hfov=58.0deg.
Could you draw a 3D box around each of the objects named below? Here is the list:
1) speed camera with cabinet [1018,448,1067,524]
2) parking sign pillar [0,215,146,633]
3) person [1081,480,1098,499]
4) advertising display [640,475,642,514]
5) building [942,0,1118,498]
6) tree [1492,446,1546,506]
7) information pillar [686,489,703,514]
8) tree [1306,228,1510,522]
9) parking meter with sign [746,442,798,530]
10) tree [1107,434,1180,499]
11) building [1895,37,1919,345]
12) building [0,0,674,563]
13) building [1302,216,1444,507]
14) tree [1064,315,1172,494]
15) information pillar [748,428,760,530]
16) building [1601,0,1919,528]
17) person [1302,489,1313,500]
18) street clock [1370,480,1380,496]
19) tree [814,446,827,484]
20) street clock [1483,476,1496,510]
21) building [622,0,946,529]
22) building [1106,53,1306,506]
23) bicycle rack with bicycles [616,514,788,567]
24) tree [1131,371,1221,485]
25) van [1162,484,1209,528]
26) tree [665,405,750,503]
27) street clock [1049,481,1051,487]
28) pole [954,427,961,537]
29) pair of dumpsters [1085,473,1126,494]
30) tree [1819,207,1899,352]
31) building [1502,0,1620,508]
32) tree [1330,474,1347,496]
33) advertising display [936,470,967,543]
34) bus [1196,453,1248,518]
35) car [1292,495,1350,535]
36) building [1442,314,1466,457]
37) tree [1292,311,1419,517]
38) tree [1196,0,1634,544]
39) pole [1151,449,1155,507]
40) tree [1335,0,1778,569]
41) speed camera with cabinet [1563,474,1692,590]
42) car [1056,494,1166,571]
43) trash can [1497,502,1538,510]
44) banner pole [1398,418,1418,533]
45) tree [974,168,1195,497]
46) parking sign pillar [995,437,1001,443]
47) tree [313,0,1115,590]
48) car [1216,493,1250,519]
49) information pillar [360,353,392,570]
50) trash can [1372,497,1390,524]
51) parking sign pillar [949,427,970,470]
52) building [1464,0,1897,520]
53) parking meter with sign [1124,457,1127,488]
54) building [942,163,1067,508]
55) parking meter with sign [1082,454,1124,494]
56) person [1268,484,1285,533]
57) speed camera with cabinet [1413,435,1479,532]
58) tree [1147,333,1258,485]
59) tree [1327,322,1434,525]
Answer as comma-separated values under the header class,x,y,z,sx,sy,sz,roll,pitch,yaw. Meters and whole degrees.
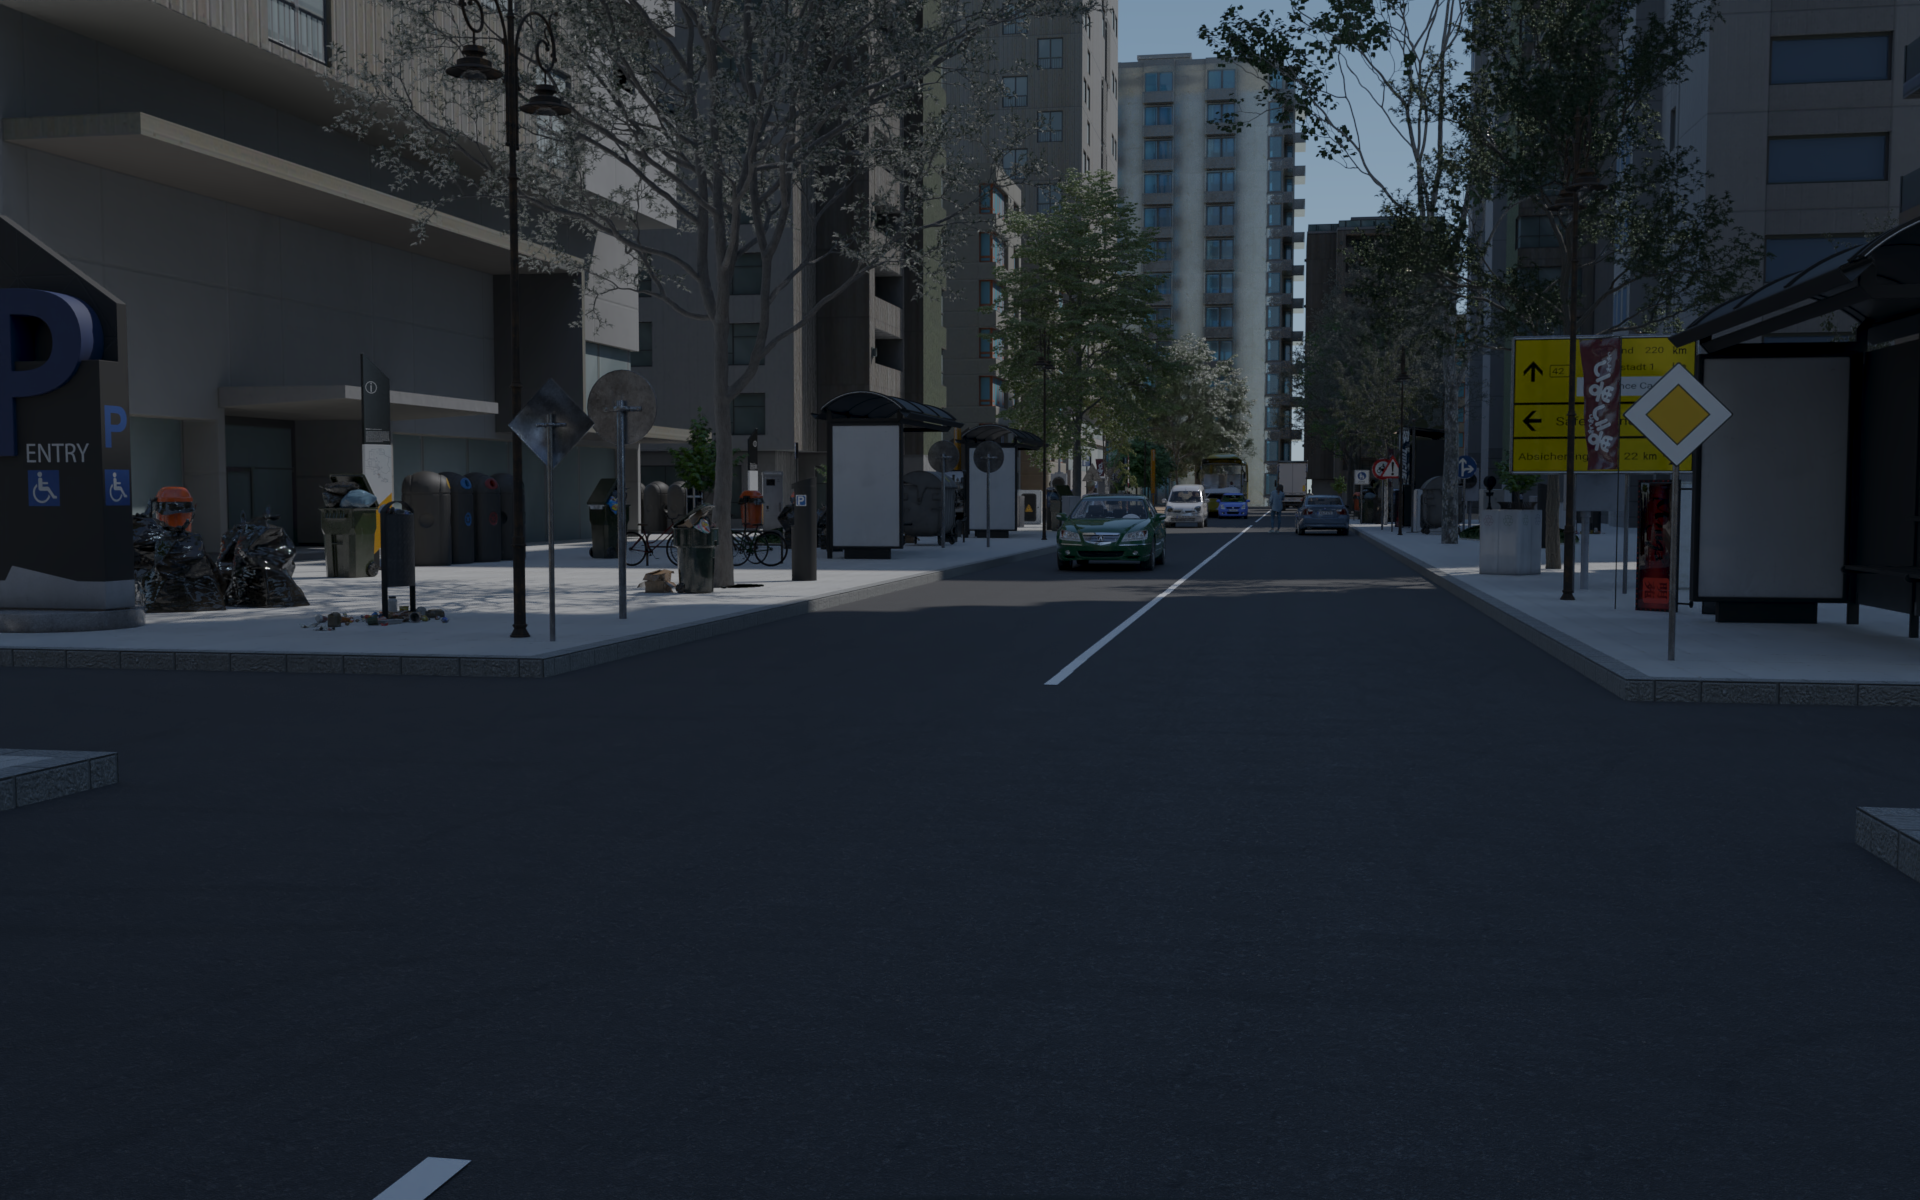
class,x,y,z,sx,sy,sz,roll,pitch,yaw
speed camera with cabinet,3.495,-4.825,73.220,2.038,3.252,0.660,0,4,7
parking sign pillar,-8.643,-1.718,16.565,1.447,3.967,1.447,1,4,12
person,3.046,-1.778,38.240,0.731,1.740,0.598,-1,4,-16
advertising display,-10.565,-3.030,54.755,0.974,1.923,0.123,-1,4,-9
building,-1.054,-34.021,145.486,27.495,52.752,28.713,1,4,11
tree,20.775,-4.267,64.365,1.663,3.219,1.824,0,3,0
information pillar,-6.808,-2.442,44.422,0.304,2.012,0.304,3,5,39
tree,19.501,-10.294,78.671,12.009,13.543,11.850,0,3,0
parking meter with sign,-6.321,-3.793,58.274,1.738,3.016,0.543,-1,4,-9
tree,10.371,-6.797,94.843,4.285,4.588,4.351,0,3,0
building,23.877,-22.903,24.571,14.200,45.320,14.600,1,4,11
building,-23.034,-27.507,38.984,28.713,52.752,27.495,1,4,11
building,43.462,-25.154,182.974,14.107,30.474,14.160,1,4,11
tree,6.052,-7.237,68.694,4.737,8.622,4.395,0,3,0
information pillar,-7.353,-4.293,61.551,0.183,3.616,0.504,2,4,31
building,35.934,-31.931,64.078,21.231,58.520,28.212,1,4,11
person,27.727,-7.882,137.377,1.348,1.824,0.705,2,4,30
street clock,20.706,-5.007,86.439,0.358,2.002,0.471,-1,4,-23
tree,-3.818,-3.920,58.699,1.663,3.219,1.824,0,3,0
street clock,21.106,-3.942,69.029,0.471,2.002,0.358,-2,4,-24
building,-8.778,-18.202,69.312,14.160,30.474,14.107,1,4,11
building,22.491,-34.970,191.359,30.456,49.044,23.786,1,4,11
bicycle rack with bicycles,-4.342,-1.091,31.218,2.925,0.926,2.852,2,4,25
tree,15.083,-11.446,121.555,7.601,10.594,8.767,1,4,21
van,9.753,-4.130,74.535,2.013,2.044,4.112,1,4,12
tree,-5.715,-2.648,37.897,1.663,3.219,1.824,0,3,0
street clock,4.619,-4.918,84.985,0.471,2.002,0.358,1,4,21
pole,-0.073,-3.526,51.492,0.158,3.312,0.155,0,3,0
pair of dumpsters,6.568,-4.647,78.469,1.574,2.255,4.437,1,4,11
tree,23.928,-5.746,44.306,4.360,8.622,3.978,0,3,0
building,35.955,-19.563,91.556,14.160,30.474,14.107,1,4,11
tree,35.724,-10.260,162.359,1.663,3.219,1.824,0,3,0
advertising display,-0.239,-2.499,46.080,0.974,1.923,0.123,3,4,37
bus,16.614,-7.154,108.518,2.896,3.916,12.252,1,4,11
car,12.817,-3.020,61.386,2.014,1.417,4.499,1,4,9
building,65.665,-20.785,184.874,28.899,21.520,27.650,1,4,11
tree,22.409,-10.539,98.069,9.928,11.665,9.643,0,3,0
tree,11.261,-11.489,43.728,12.611,20.169,13.585,0,3,0
pole,8.787,-5.202,78.892,0.158,3.312,0.155,0,3,0
tree,9.850,-5.806,29.337,7.601,10.594,8.767,-1,4,-16
speed camera with cabinet,9.251,-1.774,23.337,2.038,3.252,0.660,0,4,5
car,3.027,-1.361,34.056,2.131,1.459,4.920,1,4,11
trash can,10.424,-1.270,32.412,0.748,1.137,0.748,0,3,0
banner pole,14.813,-4.116,57.308,0.863,3.779,0.401,-2,4,-27
tree,4.287,-8.701,60.396,7.486,12.596,7.792,0,3,0
parking sign pillar,1.050,-5.090,71.686,1.447,3.967,1.447,-2,4,-30
tree,-3.142,-6.918,23.479,12.009,13.543,11.850,0,3,0
car,15.856,-5.558,100.457,1.945,1.707,3.694,1,4,9
information pillar,-9.790,-2.305,29.040,0.183,3.616,0.504,3,5,45
trash can,17.913,-3.796,73.710,0.748,1.137,0.748,0,3,0
parking sign pillar,-0.210,-4.981,69.908,1.447,3.967,1.447,1,4,13
building,43.779,-34.820,111.304,21.231,58.520,28.212,1,4,11
parking meter with sign,7.003,-5.265,82.348,1.738,3.016,0.543,1,4,15
building,-8.985,-16.047,107.416,27.650,21.520,28.899,1,4,11
parking meter with sign,6.143,-4.817,75.018,1.738,3.016,0.543,-2,4,-34
person,11.700,-3.382,64.054,0.793,1.790,0.793,-3,5,-41
speed camera with cabinet,16.278,-3.893,57.991,2.038,3.252,0.660,0,4,4
tree,18.777,-14.029,136.034,9.857,13.997,8.962,0,3,0
tree,17.334,-7.394,71.256,4.360,8.622,3.978,0,3,0
